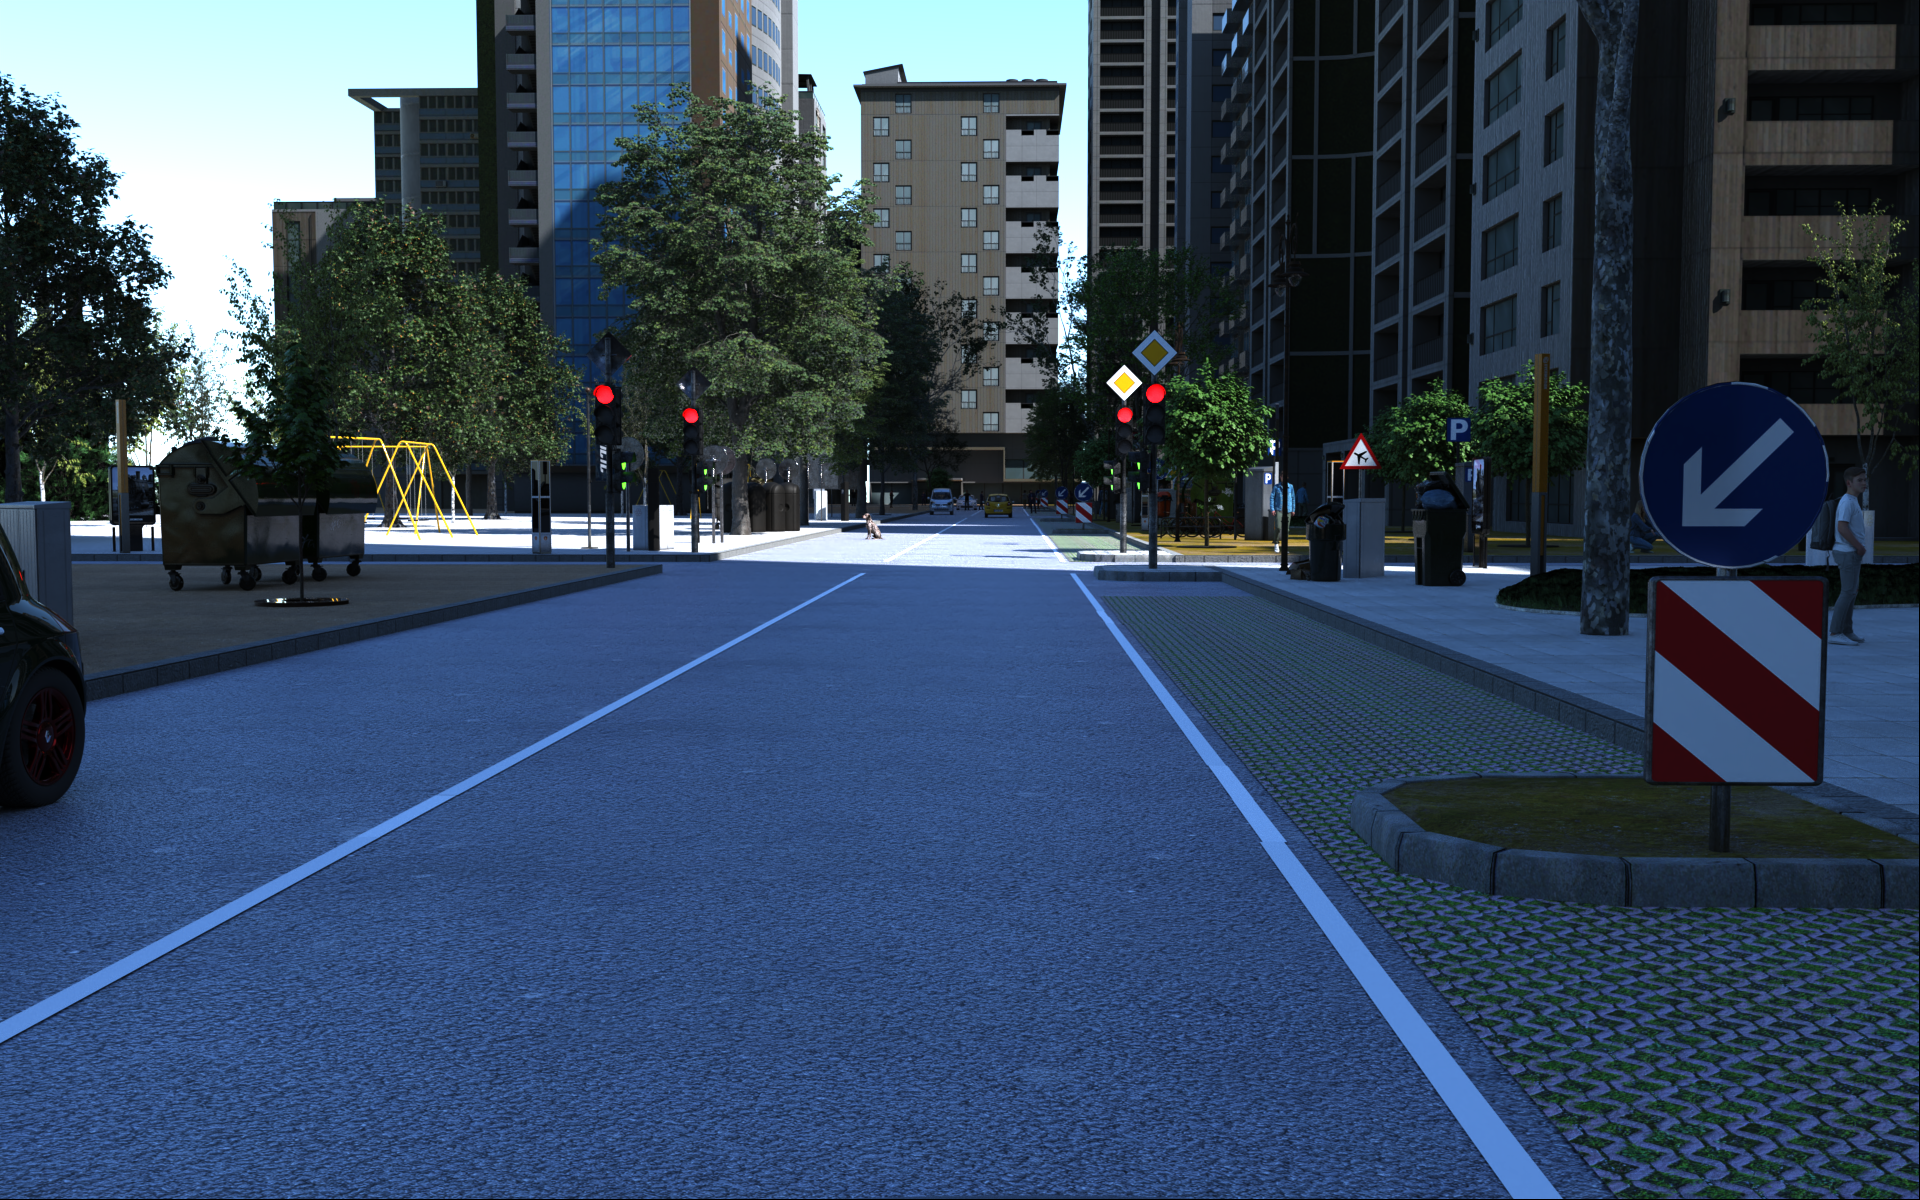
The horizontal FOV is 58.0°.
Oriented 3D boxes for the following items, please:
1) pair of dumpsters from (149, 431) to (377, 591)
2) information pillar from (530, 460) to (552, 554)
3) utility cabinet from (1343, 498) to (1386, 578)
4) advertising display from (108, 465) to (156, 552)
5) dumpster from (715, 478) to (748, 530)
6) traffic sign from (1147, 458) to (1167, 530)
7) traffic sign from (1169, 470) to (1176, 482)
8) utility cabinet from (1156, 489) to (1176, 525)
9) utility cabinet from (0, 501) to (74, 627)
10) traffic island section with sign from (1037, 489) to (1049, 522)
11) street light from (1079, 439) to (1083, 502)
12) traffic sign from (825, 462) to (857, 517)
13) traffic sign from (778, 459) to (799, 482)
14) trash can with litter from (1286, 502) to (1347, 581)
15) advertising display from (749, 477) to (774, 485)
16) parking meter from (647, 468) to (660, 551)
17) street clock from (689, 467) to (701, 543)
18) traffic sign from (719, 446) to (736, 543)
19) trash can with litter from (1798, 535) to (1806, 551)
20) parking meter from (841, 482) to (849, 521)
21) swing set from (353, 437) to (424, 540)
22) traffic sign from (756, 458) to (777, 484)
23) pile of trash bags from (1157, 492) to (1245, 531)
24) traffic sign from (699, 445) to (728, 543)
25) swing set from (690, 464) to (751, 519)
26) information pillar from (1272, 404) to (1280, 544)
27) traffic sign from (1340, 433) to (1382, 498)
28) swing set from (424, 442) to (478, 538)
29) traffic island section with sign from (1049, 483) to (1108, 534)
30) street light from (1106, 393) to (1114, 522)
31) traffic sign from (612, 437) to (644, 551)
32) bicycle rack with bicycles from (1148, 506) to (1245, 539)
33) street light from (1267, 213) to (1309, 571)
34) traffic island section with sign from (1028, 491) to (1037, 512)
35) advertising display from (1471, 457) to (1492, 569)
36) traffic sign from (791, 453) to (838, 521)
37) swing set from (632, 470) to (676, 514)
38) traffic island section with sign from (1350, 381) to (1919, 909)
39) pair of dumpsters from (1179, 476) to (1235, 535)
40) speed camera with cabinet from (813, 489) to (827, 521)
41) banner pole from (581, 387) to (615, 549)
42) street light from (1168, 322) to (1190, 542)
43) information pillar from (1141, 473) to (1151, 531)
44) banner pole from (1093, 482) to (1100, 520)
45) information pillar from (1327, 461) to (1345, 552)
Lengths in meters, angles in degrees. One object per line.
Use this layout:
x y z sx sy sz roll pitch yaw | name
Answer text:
-9.912 -1.370 24.894 1.574 2.255 4.437 0 4 2 | pair of dumpsters
-8.997 -2.001 37.204 0.304 2.012 0.304 3 5 42 | information pillar
6.250 -0.956 26.798 0.306 1.237 1.020 2 4 35 | utility cabinet
-18.562 -2.057 38.852 0.123 1.923 0.974 3 5 42 | advertising display
-8.248 -3.501 62.993 1.264 1.857 1.865 0 4 2 | dumpster
7.047 -3.769 61.734 0.768 2.556 0.104 0 4 3 | traffic sign
9.409 -4.667 76.042 0.795 2.593 0.064 0 4 5 | traffic sign
8.466 -3.855 71.715 1.173 1.500 0.318 1 4 20 | utility cabinet
-7.926 -0.222 14.793 1.020 1.237 0.306 3 5 43 | utility cabinet
5.163 -4.974 89.958 1.989 1.847 2.006 0 4 2 | traffic island section with sign
7.804 -8.518 112.053 0.468 5.910 1.993 0 4 2 | street light
-6.881 -6.319 97.185 2.265 3.308 0.079 0 4 3 | traffic sign
-6.152 -3.796 62.165 0.768 2.556 0.104 1 4 11 | traffic sign
5.235 -0.875 25.698 0.624 1.170 1.055 -2 4 -28 | trash can with litter
-7.409 -3.635 64.648 0.974 1.923 0.123 -2 4 -34 | advertising display
-6.960 -2.056 39.331 0.255 1.863 0.399 -1 4 -12 | parking meter
-6.965 -2.508 45.570 0.358 2.002 0.471 0 4 4 | street clock
-6.279 -2.784 45.624 0.768 2.556 0.104 0 4 6 | traffic sign
19.156 -1.695 39.098 0.624 1.170 1.055 2 4 31 | trash can with litter
-5.517 -4.723 82.925 0.255 1.863 0.399 -3 4 -36 | parking meter
-16.847 -3.024 47.062 2.862 2.851 3.119 1 4 23 | swing set
-6.875 -3.747 61.368 0.768 2.556 0.104 1 4 10 | traffic sign
8.472 -3.096 60.364 3.447 1.369 1.912 0 4 -6 | pile of trash bags
-6.395 -2.740 44.909 0.768 2.556 0.104 1 4 8 | traffic sign
-12.435 -5.640 89.840 3.119 2.851 2.862 0 4 2 | swing set
8.202 -3.272 44.856 0.183 3.616 0.504 1 4 9 | information pillar
8.562 -2.266 37.059 0.884 2.594 0.081 0 4 6 | traffic sign
-16.326 -3.343 52.272 2.862 2.851 3.119 0 4 -1 | swing set
4.342 -3.308 62.716 1.989 1.847 2.006 0 4 2 | traffic island section with sign
6.825 -6.519 79.381 0.468 5.910 1.993 0 4 2 | street light
-7.414 -2.357 38.645 0.768 2.556 0.104 1 4 9 | traffic sign
6.876 -2.280 50.663 2.925 0.926 2.852 2 4 25 | bicycle rack with bicycles
5.425 -3.426 28.796 0.468 5.910 1.993 0 4 2 | street light
6.682 -8.036 140.011 1.989 1.847 2.006 0 4 2 | traffic island section with sign
9.085 -1.529 30.213 0.123 1.923 0.974 0 4 5 | advertising display
-6.871 -5.383 81.877 2.265 3.308 0.079 1 4 10 | traffic sign
-19.527 -7.007 112.180 2.862 2.851 3.119 0 4 4 | swing set
2.651 0.106 6.903 1.989 1.847 2.006 0 4 2 | traffic island section with sign
8.025 -3.295 56.372 1.574 2.255 4.437 0 4 2 | pair of dumpsters
-6.854 -5.530 84.750 0.660 3.252 2.038 -1 4 -9 | speed camera with cabinet
-8.501 -3.100 40.704 0.863 3.779 0.401 0 4 6 | banner pole
5.872 -4.514 46.598 0.468 5.910 1.993 0 4 2 | street light
6.480 -3.391 59.927 0.304 2.012 0.304 3 4 38 | information pillar
6.777 -5.916 86.749 0.401 3.779 0.863 1 4 16 | banner pole
8.317 -2.071 38.360 0.304 2.012 0.304 0 4 -8 | information pillar
